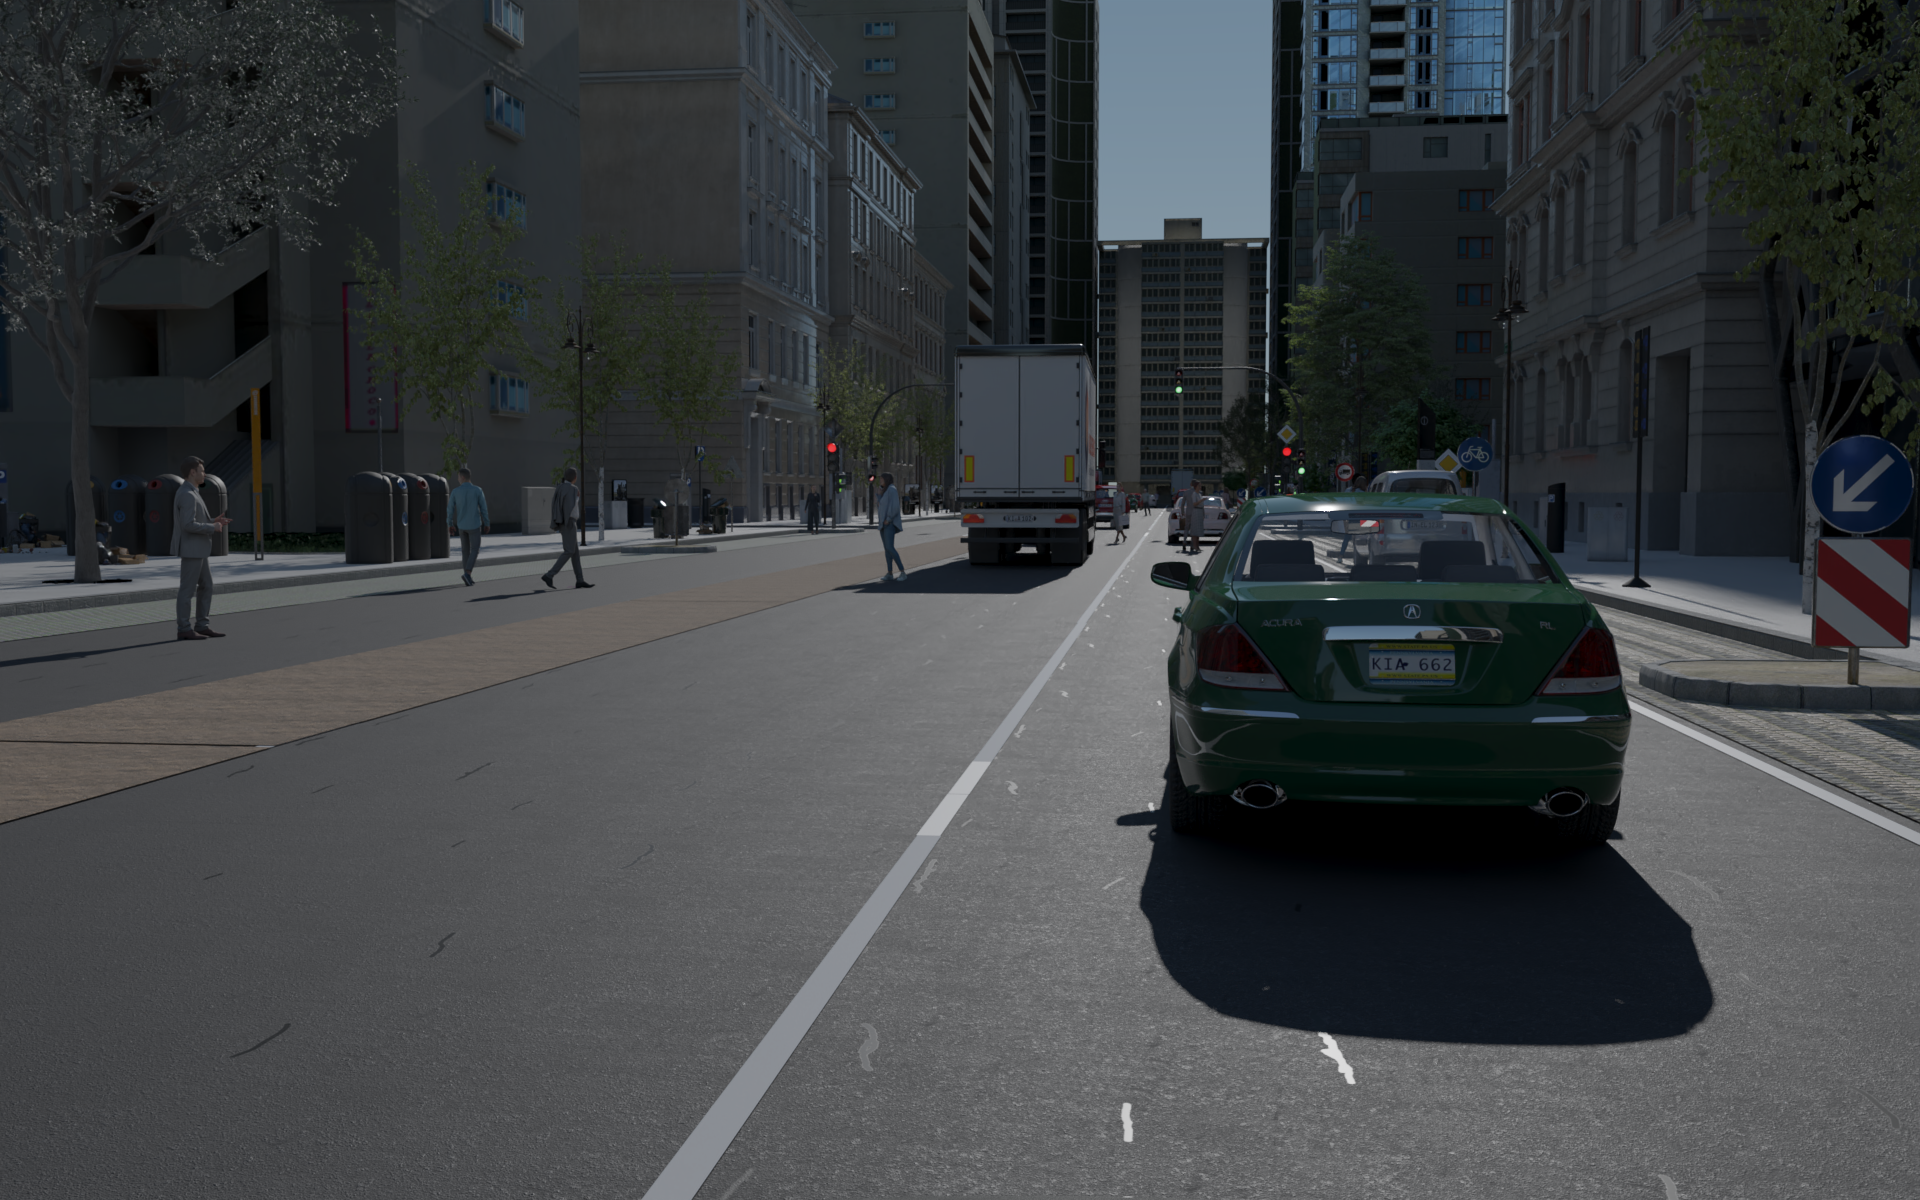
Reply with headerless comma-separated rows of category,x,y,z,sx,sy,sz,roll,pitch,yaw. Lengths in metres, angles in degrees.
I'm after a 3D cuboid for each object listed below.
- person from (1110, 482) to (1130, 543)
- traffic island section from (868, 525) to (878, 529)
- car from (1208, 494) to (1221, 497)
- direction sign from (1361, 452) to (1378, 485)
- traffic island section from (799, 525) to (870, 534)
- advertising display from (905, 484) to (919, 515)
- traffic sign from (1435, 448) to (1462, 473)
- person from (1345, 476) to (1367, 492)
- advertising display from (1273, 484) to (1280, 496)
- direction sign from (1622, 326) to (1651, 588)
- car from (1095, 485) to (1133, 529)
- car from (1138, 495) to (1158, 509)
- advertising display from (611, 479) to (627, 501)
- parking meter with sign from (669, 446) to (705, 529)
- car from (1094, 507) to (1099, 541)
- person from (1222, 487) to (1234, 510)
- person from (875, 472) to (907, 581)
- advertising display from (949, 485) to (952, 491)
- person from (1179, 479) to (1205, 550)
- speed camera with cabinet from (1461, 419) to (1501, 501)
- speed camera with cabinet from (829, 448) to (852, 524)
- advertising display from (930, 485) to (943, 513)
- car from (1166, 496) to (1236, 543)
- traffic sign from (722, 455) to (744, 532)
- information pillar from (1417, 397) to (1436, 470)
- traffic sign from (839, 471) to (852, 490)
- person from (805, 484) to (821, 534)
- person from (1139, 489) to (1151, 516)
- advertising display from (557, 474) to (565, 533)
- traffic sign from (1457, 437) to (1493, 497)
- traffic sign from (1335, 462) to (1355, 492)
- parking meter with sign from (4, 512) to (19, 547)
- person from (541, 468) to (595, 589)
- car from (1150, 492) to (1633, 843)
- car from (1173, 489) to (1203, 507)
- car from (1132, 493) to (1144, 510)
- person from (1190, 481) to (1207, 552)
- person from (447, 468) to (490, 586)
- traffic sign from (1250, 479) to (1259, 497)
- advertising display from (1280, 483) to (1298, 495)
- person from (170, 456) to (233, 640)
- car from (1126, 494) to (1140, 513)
person,4.721,-2.568,50.843,0.624,1.780,0.694,-1,4,-23
traffic island section,-3.699,-3.040,71.980,2.009,0.180,2.903,0,4,7
car,27.592,-10.937,187.610,1.959,1.807,4.718,1,4,8
direction sign,21.962,-6.176,92.967,0.876,3.537,0.379,0,4,-6
traffic island section,-4.686,-2.555,64.056,2.009,0.180,2.903,0,4,7
advertising display,-2.987,-6.326,108.641,0.974,1.923,0.123,1,4,13
traffic sign,12.296,-2.598,43.661,0.795,2.450,0.064,1,4,15
person,8.073,-1.640,35.587,0.793,1.790,0.793,0,4,2
advertising display,20.344,-6.404,109.924,0.974,1.923,0.123,-1,4,-17
direction sign,9.342,-1.946,23.810,0.379,3.537,0.876,1,4,10
car,6.211,-3.974,73.648,2.281,1.827,5.304,0,4,5
car,18.722,-9.819,172.901,2.083,1.381,4.827,0,4,8
advertising display,-14.834,-4.294,75.416,0.123,1.923,0.974,2,4,25
parking meter with sign,-10.172,-4.087,63.086,1.738,3.016,0.543,2,4,24
car,2.976,-2.372,50.579,2.131,1.459,4.920,0,4,7
person,12.570,-4.450,81.845,0.643,1.750,0.593,-2,4,-35
person,-1.144,-1.225,28.792,0.793,1.790,0.793,3,4,37
advertising display,-0.623,-7.138,121.917,0.123,1.923,0.974,1,4,9
person,5.984,-2.204,44.661,0.709,1.813,0.853,1,4,19
speed camera with cabinet,13.912,-3.186,46.427,0.660,3.252,2.038,0,4,2
speed camera with cabinet,-5.193,-4.943,75.160,0.660,3.252,2.038,1,4,9
advertising display,-1.603,-6.951,118.868,0.974,1.923,0.123,-2,4,-33
car,7.169,-2.403,51.651,2.083,1.381,4.827,1,4,9
traffic sign,-7.671,-3.559,58.188,0.884,2.594,0.081,1,4,15
information pillar,11.320,-3.106,42.131,0.504,3.616,0.183,-1,4,-21
traffic sign,-5.176,-4.659,78.307,0.606,2.300,0.079,1,4,11
person,-5.191,-3.196,61.168,0.576,1.772,0.534,-1,4,-12
person,12.079,-6.374,113.205,0.782,1.767,0.515,2,4,30
advertising display,-13.060,-3.153,56.763,0.123,1.923,0.974,-1,4,-21
traffic sign,11.469,-2.356,38.632,0.768,2.556,0.104,1,4,11
traffic sign,15.480,-4.258,69.720,0.768,2.556,0.104,1,4,17
parking meter with sign,-23.703,-2.821,42.392,1.738,3.016,0.543,2,4,31
person,-5.927,-1.077,26.207,0.850,1.850,0.679,-2,4,-28
car,1.996,0.193,8.638,2.131,1.459,4.920,1,4,8
car,17.585,-7.648,133.711,2.281,1.827,5.304,1,4,8
car,16.079,-9.239,160.091,2.155,1.783,4.494,0,4,7
person,6.006,-2.091,43.251,0.524,1.755,0.480,2,4,30
person,-7.761,-1.151,27.175,0.638,1.841,0.748,1,4,9
traffic sign,24.106,-8.669,141.838,0.768,2.556,0.104,0,4,8
advertising display,19.745,-6.010,103.477,0.974,1.923,0.123,0,4,-8
person,-7.480,-0.514,17.104,0.583,1.804,0.606,-2,4,-28
car,12.903,-7.509,134.564,2.131,1.459,4.920,0,4,6
